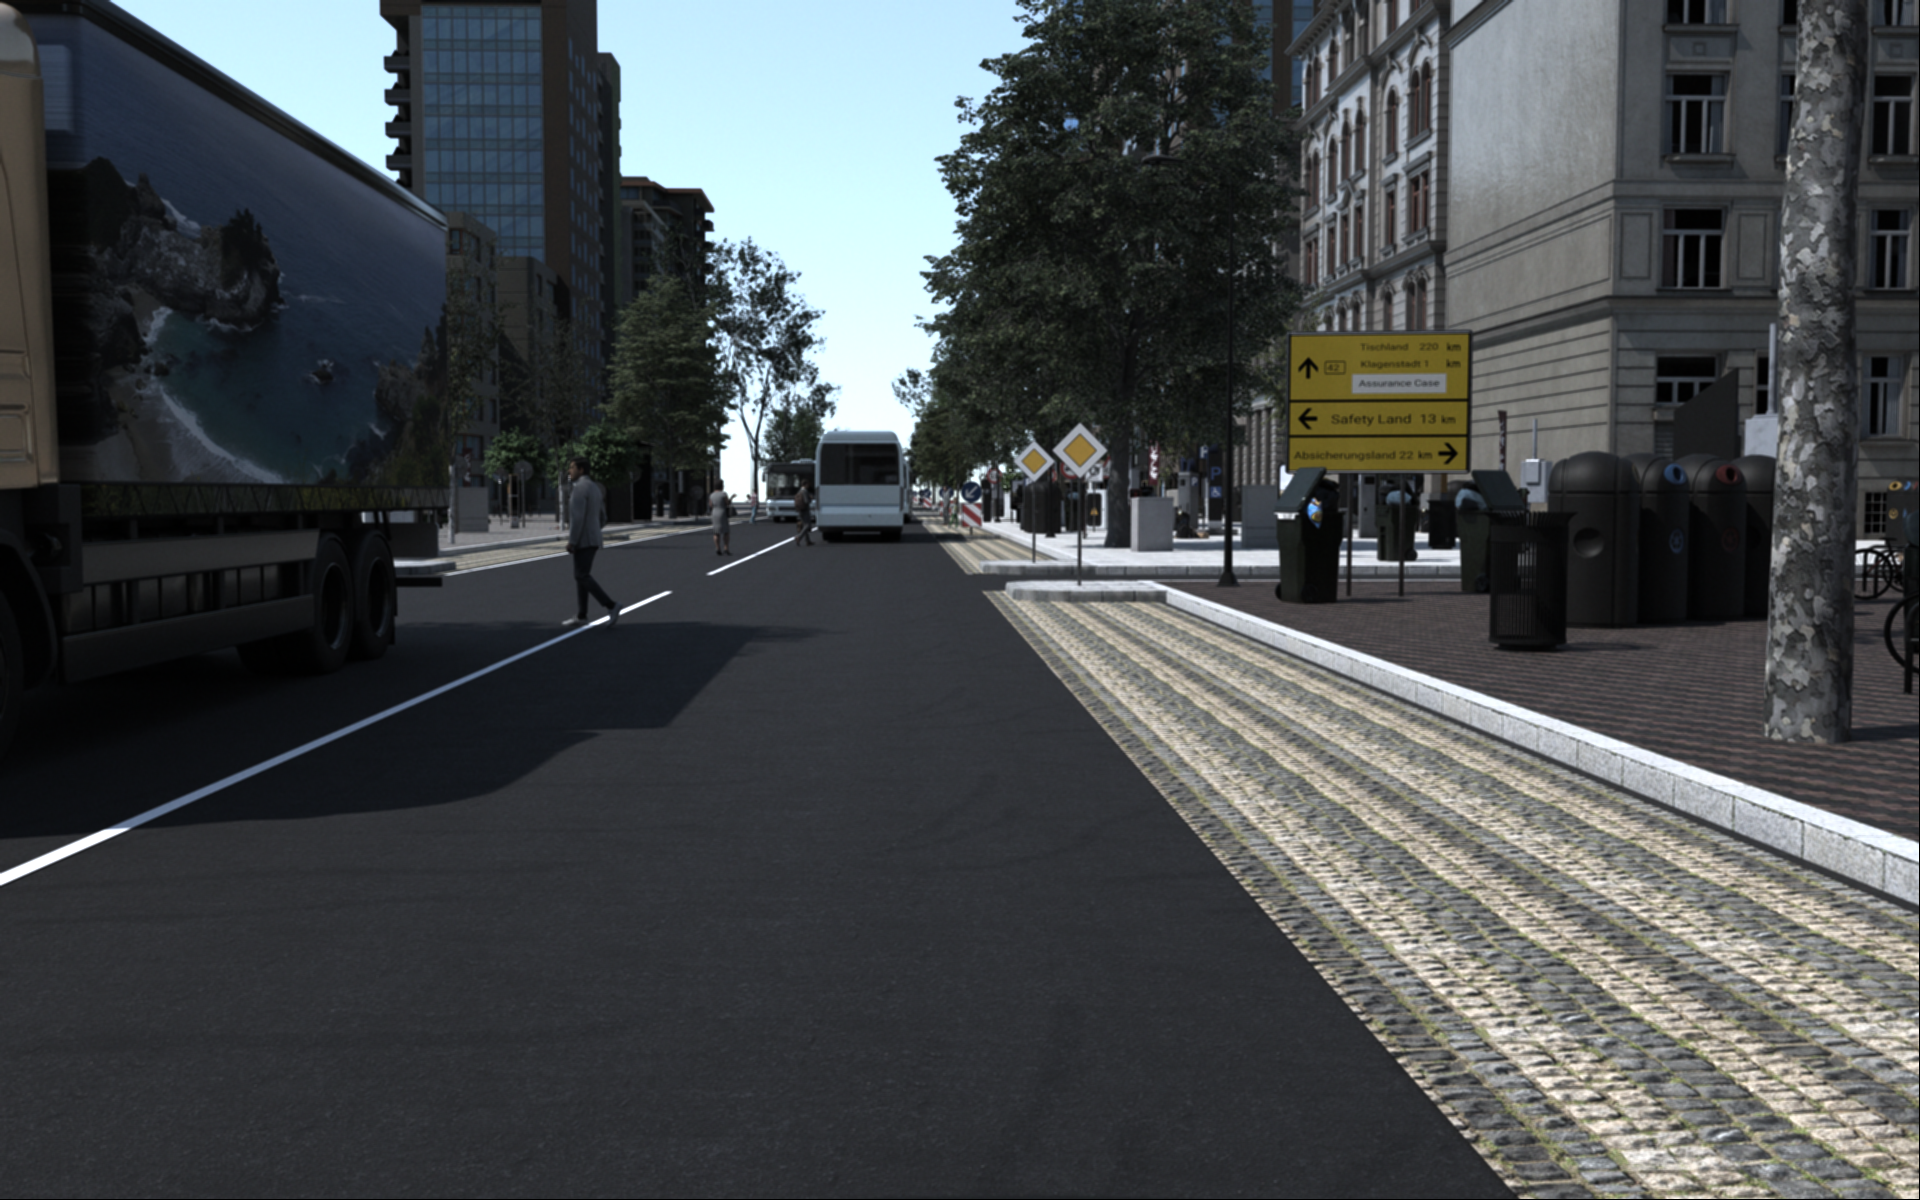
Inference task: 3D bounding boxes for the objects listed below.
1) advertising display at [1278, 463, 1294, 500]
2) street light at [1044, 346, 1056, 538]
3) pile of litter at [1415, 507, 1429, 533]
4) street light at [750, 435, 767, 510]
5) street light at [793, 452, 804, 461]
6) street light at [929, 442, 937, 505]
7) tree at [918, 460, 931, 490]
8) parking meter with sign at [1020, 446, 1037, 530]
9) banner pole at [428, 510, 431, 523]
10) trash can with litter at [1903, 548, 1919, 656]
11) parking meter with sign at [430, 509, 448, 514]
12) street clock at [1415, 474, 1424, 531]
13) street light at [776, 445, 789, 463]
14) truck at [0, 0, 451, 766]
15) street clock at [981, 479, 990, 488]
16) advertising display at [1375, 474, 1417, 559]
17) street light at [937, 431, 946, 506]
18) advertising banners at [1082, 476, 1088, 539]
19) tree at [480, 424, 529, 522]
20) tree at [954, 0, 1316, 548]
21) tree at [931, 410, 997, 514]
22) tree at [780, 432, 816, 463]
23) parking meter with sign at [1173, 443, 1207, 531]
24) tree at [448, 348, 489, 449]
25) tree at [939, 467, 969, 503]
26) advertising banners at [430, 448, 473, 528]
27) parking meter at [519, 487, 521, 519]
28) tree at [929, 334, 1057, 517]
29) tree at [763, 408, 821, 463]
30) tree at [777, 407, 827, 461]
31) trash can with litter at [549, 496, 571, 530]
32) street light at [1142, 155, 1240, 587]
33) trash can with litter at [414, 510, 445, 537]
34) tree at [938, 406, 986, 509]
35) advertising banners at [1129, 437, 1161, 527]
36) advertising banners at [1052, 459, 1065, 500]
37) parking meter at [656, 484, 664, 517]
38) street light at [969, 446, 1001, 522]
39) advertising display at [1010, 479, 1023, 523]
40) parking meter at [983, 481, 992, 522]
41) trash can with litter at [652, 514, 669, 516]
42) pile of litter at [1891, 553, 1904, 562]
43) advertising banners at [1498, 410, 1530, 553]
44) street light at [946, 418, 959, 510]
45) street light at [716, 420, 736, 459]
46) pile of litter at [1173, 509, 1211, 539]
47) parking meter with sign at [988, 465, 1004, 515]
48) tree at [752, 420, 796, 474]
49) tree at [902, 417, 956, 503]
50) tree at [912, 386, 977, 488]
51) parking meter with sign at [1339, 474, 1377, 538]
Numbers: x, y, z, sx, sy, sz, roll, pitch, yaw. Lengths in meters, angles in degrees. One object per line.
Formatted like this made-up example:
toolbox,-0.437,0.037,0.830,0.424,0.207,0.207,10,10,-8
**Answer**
advertising display,6.950,-1.847,35.407,0.974,1.923,0.123,3,5,40
street light,2.130,-4.794,50.923,1.470,5.913,1.316,0,4,-2
pile of litter,15.755,-2.675,57.695,1.176,0.858,1.719,1,4,17
street light,-15.783,-9.981,135.737,1.470,5.913,1.316,0,4,-2
street light,-17.871,-13.396,191.563,1.470,5.913,1.316,0,4,-2
street light,-1.797,-11.213,155.871,1.470,5.913,1.316,0,4,-2
tree,-3.040,-16.390,218.338,4.360,8.622,3.978,0,3,0
parking meter with sign,2.512,-4.053,62.524,0.543,3.016,1.738,1,4,11
banner pole,-17.056,-3.997,55.368,0.401,3.779,0.863,-2,4,-32
trash can with litter,7.869,-0.145,13.766,0.624,1.170,1.055,1,4,20
parking meter with sign,-24.496,-5.184,81.017,0.543,3.016,1.738,-3,5,-40
street clock,15.997,-3.434,60.720,0.358,2.002,0.471,-3,5,-44
street light,-16.738,-11.647,162.961,1.470,5.913,1.316,0,4,-2
truck,-6.060,-1.390,11.634,2.839,4.237,11.283,0,4,-2
street clock,1.269,-4.971,85.850,0.358,2.002,0.471,3,5,43
advertising display,8.610,-1.774,34.212,0.974,1.923,0.123,-2,4,-29
street light,-0.750,-9.542,128.550,1.470,5.913,1.316,0,4,-2
advertising banners,3.572,-3.274,49.711,0.090,3.025,2.074,0,4,7
tree,-20.692,-5.952,81.033,4.285,4.588,4.351,0,3,0
tree,3.903,-8.227,41.165,9.857,13.997,8.962,0,3,0
tree,1.216,-9.762,109.971,4.360,8.622,3.978,0,3,0
tree,-19.050,-15.358,201.471,4.360,8.622,3.978,0,3,0
parking meter with sign,7.859,-3.868,59.502,0.543,3.016,1.738,-2,4,-31
tree,-25.183,-8.197,84.387,4.737,8.622,4.395,0,3,0
tree,-0.526,-11.579,173.031,4.285,4.588,4.351,0,3,0
advertising banners,-19.047,-4.207,64.968,0.090,3.025,2.074,2,4,33
parking meter,-23.265,-5.206,90.824,0.399,1.863,0.255,-3,4,-36
tree,1.856,-10.485,97.181,9.928,11.665,9.643,0,3,0
tree,-20.122,-17.240,207.636,9.928,11.665,9.643,0,3,0
tree,-20.095,-18.756,224.791,7.486,12.596,7.792,0,3,0
trash can with litter,-14.242,-3.197,63.322,1.678,1.210,2.233,-2,4,-30
street light,3.190,-3.142,23.918,1.470,5.913,1.316,0,4,-2
trash can with litter,-16.392,-2.542,52.625,1.678,1.210,2.233,-2,4,-23
tree,0.057,-11.421,137.099,4.737,8.622,4.395,0,3,0
advertising banners,5.385,-3.487,53.203,0.090,3.025,2.074,-3,5,-44
advertising banners,4.904,-5.521,86.454,0.090,3.025,2.074,1,4,23
parking meter,-16.866,-5.599,97.255,0.399,1.863,0.255,-2,4,-32
street light,1.165,-6.459,78.147,1.470,5.913,1.316,0,4,-2
advertising display,2.679,-4.370,76.661,0.974,1.923,0.123,-2,4,-26
parking meter,1.266,-4.499,79.263,0.399,1.863,0.255,0,4,3
trash can with litter,-18.029,-5.494,100.890,2.233,1.210,1.678,-1,4,-19
pile of litter,18.315,-1.159,32.909,1.719,0.858,1.176,-1,4,-21
advertising banners,11.798,-2.494,36.969,0.090,3.025,2.074,3,4,36
street light,0.066,-8.181,106.297,1.470,5.913,1.316,0,4,-2
street light,-14.666,-8.291,108.097,1.470,5.913,1.316,0,4,-2
pile of litter,6.689,-2.221,50.285,1.176,0.858,1.719,0,4,8
parking meter with sign,2.373,-6.603,104.216,0.543,3.016,1.738,2,4,35
tree,-18.075,-13.292,167.694,4.737,8.622,4.395,0,3,0
tree,-4.469,-20.335,249.485,9.611,12.733,9.660,0,3,0
tree,-0.963,-15.174,166.219,7.486,12.596,7.792,0,3,0
parking meter with sign,11.898,-3.297,50.172,1.738,3.016,0.543,0,4,5
